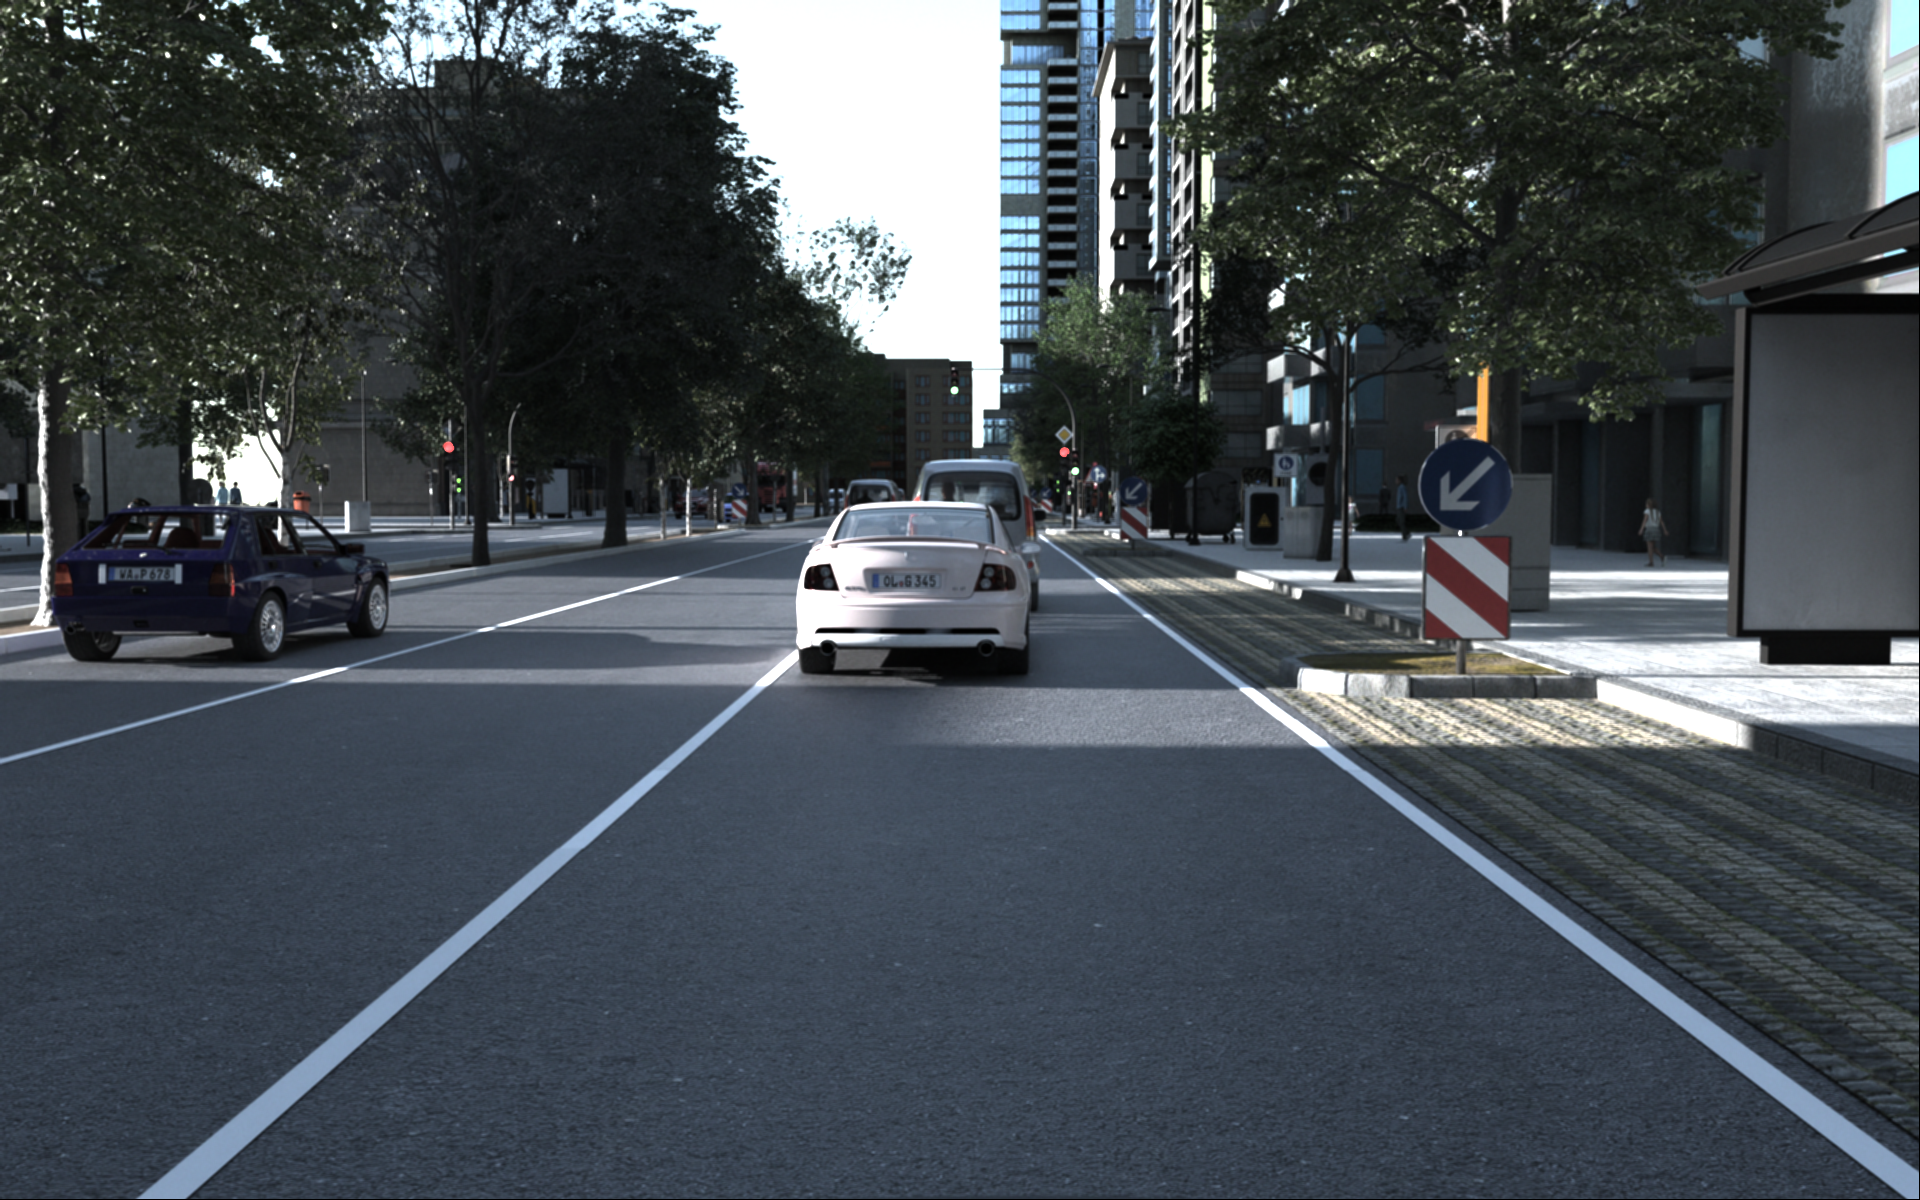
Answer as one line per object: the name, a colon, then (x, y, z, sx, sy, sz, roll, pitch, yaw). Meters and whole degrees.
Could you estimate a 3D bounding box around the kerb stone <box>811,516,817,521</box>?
kerb stone: (-7.592, -4.105, 89.372, 0.120, 0.150, 1.000, 0, 4, 1)

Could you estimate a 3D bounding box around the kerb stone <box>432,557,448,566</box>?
kerb stone: (-10.461, -0.753, 34.515, 0.120, 0.150, 1.000, 0, 4, 1)

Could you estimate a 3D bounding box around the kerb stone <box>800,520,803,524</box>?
kerb stone: (-7.696, -3.666, 82.182, 0.120, 0.150, 1.000, 0, 4, 1)

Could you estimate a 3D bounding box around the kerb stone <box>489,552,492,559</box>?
kerb stone: (-10.413, -0.942, 37.603, 0.120, 0.150, 1.000, 0, 4, 1)

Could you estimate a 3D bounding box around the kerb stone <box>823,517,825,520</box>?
kerb stone: (-7.533, -4.360, 93.480, 0.120, 0.150, 1.000, 0, 4, 1)

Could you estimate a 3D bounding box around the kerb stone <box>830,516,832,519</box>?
kerb stone: (-7.474, -4.609, 97.579, 0.120, 0.150, 1.000, 0, 4, 1)

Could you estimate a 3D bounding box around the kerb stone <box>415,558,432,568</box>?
kerb stone: (-10.478, -0.683, 33.480, 0.120, 0.150, 1.000, 0, 4, 1)

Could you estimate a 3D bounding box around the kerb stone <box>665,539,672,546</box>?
kerb stone: (-8.175, -1.565, 47.803, 0.120, 0.150, 1.000, 0, 4, 1)

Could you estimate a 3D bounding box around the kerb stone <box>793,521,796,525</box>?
kerb stone: (-7.729, -3.479, 79.098, 0.120, 0.150, 1.000, 0, 4, 1)

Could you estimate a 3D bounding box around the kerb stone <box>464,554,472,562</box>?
kerb stone: (-10.431, -0.880, 36.577, 0.120, 0.150, 1.000, 0, 4, 1)

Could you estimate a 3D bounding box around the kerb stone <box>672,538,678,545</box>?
kerb stone: (-8.157, -1.623, 48.828, 0.120, 0.150, 1.000, 0, 4, 1)

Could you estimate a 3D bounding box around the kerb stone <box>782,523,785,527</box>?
kerb stone: (-7.796, -3.224, 74.998, 0.120, 0.150, 1.000, 0, 4, 1)

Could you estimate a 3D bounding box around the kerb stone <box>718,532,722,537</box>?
kerb stone: (-8.046, -2.132, 57.057, 0.120, 0.150, 1.000, 0, 4, 1)

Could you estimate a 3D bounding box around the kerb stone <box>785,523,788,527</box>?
kerb stone: (-7.771, -3.293, 76.032, 0.120, 0.150, 1.000, 0, 4, 1)

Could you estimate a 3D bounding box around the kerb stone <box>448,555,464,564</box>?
kerb stone: (-10.439, -0.816, 35.547, 0.120, 0.150, 1.000, 0, 4, 1)

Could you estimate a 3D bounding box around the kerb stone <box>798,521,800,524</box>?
kerb stone: (-7.708, -3.606, 81.148, 0.120, 0.150, 1.000, 0, 4, 1)

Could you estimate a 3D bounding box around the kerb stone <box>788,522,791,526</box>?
kerb stone: (-7.758, -3.355, 77.054, 0.120, 0.150, 1.000, 0, 4, 1)

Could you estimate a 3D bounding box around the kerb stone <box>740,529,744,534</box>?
kerb stone: (-7.968, -2.446, 62.187, 0.120, 0.150, 1.000, 0, 4, 1)

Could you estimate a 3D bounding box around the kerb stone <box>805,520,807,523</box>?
kerb stone: (-7.671, -3.793, 84.226, 0.120, 0.150, 1.000, 0, 4, 1)

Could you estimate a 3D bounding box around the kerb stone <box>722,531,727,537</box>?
kerb stone: (-8.032, -2.195, 58.078, 0.120, 0.150, 1.000, 0, 4, 1)

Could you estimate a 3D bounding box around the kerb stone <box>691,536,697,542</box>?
kerb stone: (-8.113, -1.817, 51.908, 0.120, 0.150, 1.000, 0, 4, 1)

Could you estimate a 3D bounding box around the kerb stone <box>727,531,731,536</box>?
kerb stone: (-8.022, -2.257, 59.100, 0.120, 0.150, 1.000, 0, 4, 1)

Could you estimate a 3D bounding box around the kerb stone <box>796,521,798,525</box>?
kerb stone: (-7.714, -3.543, 80.123, 0.120, 0.150, 1.000, 0, 4, 1)

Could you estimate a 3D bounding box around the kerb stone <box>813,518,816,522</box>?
kerb stone: (-7.605, -4.044, 88.343, 0.120, 0.150, 1.000, 0, 4, 1)

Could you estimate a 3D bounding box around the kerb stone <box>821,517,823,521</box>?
kerb stone: (-7.552, -4.293, 92.458, 0.120, 0.150, 1.000, 0, 4, 1)

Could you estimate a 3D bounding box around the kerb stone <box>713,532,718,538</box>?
kerb stone: (-8.057, -2.069, 56.027, 0.120, 0.150, 1.000, 0, 4, 1)

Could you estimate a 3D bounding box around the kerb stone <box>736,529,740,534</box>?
kerb stone: (-7.990, -2.383, 61.152, 0.120, 0.150, 1.000, 0, 4, 1)

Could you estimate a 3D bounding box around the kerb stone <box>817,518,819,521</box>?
kerb stone: (-7.576, -4.168, 90.400, 0.120, 0.150, 1.000, 0, 4, 1)

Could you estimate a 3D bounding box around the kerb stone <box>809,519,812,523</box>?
kerb stone: (-7.634, -3.920, 86.285, 0.120, 0.150, 1.000, 0, 4, 1)

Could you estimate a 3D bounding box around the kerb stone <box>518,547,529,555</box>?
kerb stone: (-10.372, -1.131, 40.689, 0.120, 0.150, 1.000, 0, 4, 1)

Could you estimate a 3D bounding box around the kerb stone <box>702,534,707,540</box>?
kerb stone: (-8.089, -1.941, 53.965, 0.120, 0.150, 1.000, 0, 4, 1)

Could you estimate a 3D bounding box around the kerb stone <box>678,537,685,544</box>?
kerb stone: (-8.147, -1.692, 49.858, 0.120, 0.150, 1.000, 0, 4, 1)

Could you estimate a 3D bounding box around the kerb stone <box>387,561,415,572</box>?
kerb stone: (-10.483, -0.627, 32.453, 0.120, 0.150, 1.000, 0, 4, 1)

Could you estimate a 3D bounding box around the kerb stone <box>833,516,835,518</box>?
kerb stone: (-7.449, -4.736, 99.633, 0.120, 0.150, 1.000, 0, 4, 1)

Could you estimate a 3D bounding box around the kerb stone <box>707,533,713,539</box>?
kerb stone: (-8.067, -1.999, 54.997, 0.120, 0.150, 1.000, 0, 4, 1)

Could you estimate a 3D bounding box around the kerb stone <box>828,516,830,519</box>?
kerb stone: (-7.488, -4.547, 96.552, 0.120, 0.150, 1.000, 0, 4, 1)

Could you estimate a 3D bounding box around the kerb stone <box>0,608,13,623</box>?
kerb stone: (-10.667, 0.191, 19.144, 0.120, 0.150, 1.000, 0, 4, 1)

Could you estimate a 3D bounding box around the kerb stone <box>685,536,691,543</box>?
kerb stone: (-8.129, -1.755, 50.883, 0.120, 0.150, 1.000, 0, 4, 1)

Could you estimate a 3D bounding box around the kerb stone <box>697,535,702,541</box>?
kerb stone: (-8.098, -1.879, 52.933, 0.120, 0.150, 1.000, 0, 4, 1)

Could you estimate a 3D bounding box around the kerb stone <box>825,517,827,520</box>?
kerb stone: (-7.524, -4.422, 94.502, 0.120, 0.150, 1.000, 0, 4, 1)

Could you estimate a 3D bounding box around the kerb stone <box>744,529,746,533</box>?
kerb stone: (-7.950, -2.504, 63.211, 0.120, 0.150, 1.000, 0, 4, 1)

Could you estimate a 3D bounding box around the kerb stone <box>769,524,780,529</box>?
kerb stone: (-7.813, -3.100, 72.954, 0.120, 0.150, 1.000, 0, 4, 1)

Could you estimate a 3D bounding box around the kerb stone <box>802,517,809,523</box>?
kerb stone: (-7.646, -3.856, 85.248, 0.120, 0.150, 1.000, 0, 4, 1)

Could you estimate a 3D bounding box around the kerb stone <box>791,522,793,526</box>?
kerb stone: (-7.751, -3.413, 78.076, 0.120, 0.150, 1.000, 0, 4, 1)

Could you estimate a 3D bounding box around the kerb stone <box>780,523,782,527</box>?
kerb stone: (-7.808, -3.167, 73.976, 0.120, 0.150, 1.000, 0, 4, 1)

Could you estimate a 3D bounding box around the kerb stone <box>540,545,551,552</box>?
kerb stone: (-10.341, -1.256, 42.735, 0.120, 0.150, 1.000, 0, 4, 1)

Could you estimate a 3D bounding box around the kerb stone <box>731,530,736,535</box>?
kerb stone: (-7.997, -2.319, 60.122, 0.120, 0.150, 1.000, 0, 4, 1)

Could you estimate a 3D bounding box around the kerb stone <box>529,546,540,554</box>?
kerb stone: (-10.356, -1.190, 41.711, 0.120, 0.150, 1.000, 0, 4, 1)

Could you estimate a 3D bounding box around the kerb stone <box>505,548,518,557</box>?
kerb stone: (-10.378, -1.069, 39.667, 0.120, 0.150, 1.000, 0, 4, 1)

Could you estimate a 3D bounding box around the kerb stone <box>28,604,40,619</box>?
kerb stone: (-10.660, 0.124, 20.167, 0.120, 0.150, 1.000, 0, 4, 1)

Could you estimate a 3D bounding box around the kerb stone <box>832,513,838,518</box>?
kerb stone: (-7.425, -4.858, 101.688, 0.120, 0.150, 1.000, 0, 4, 1)

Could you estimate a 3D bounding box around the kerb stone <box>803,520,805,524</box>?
kerb stone: (-7.681, -3.731, 83.204, 0.120, 0.150, 1.000, 0, 4, 1)

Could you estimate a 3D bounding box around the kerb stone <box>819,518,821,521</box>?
kerb stone: (-7.561, -4.235, 91.431, 0.120, 0.150, 1.000, 0, 4, 1)

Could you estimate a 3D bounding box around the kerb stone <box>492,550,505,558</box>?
kerb stone: (-10.404, -1.001, 38.644, 0.120, 0.150, 1.000, 0, 4, 1)
